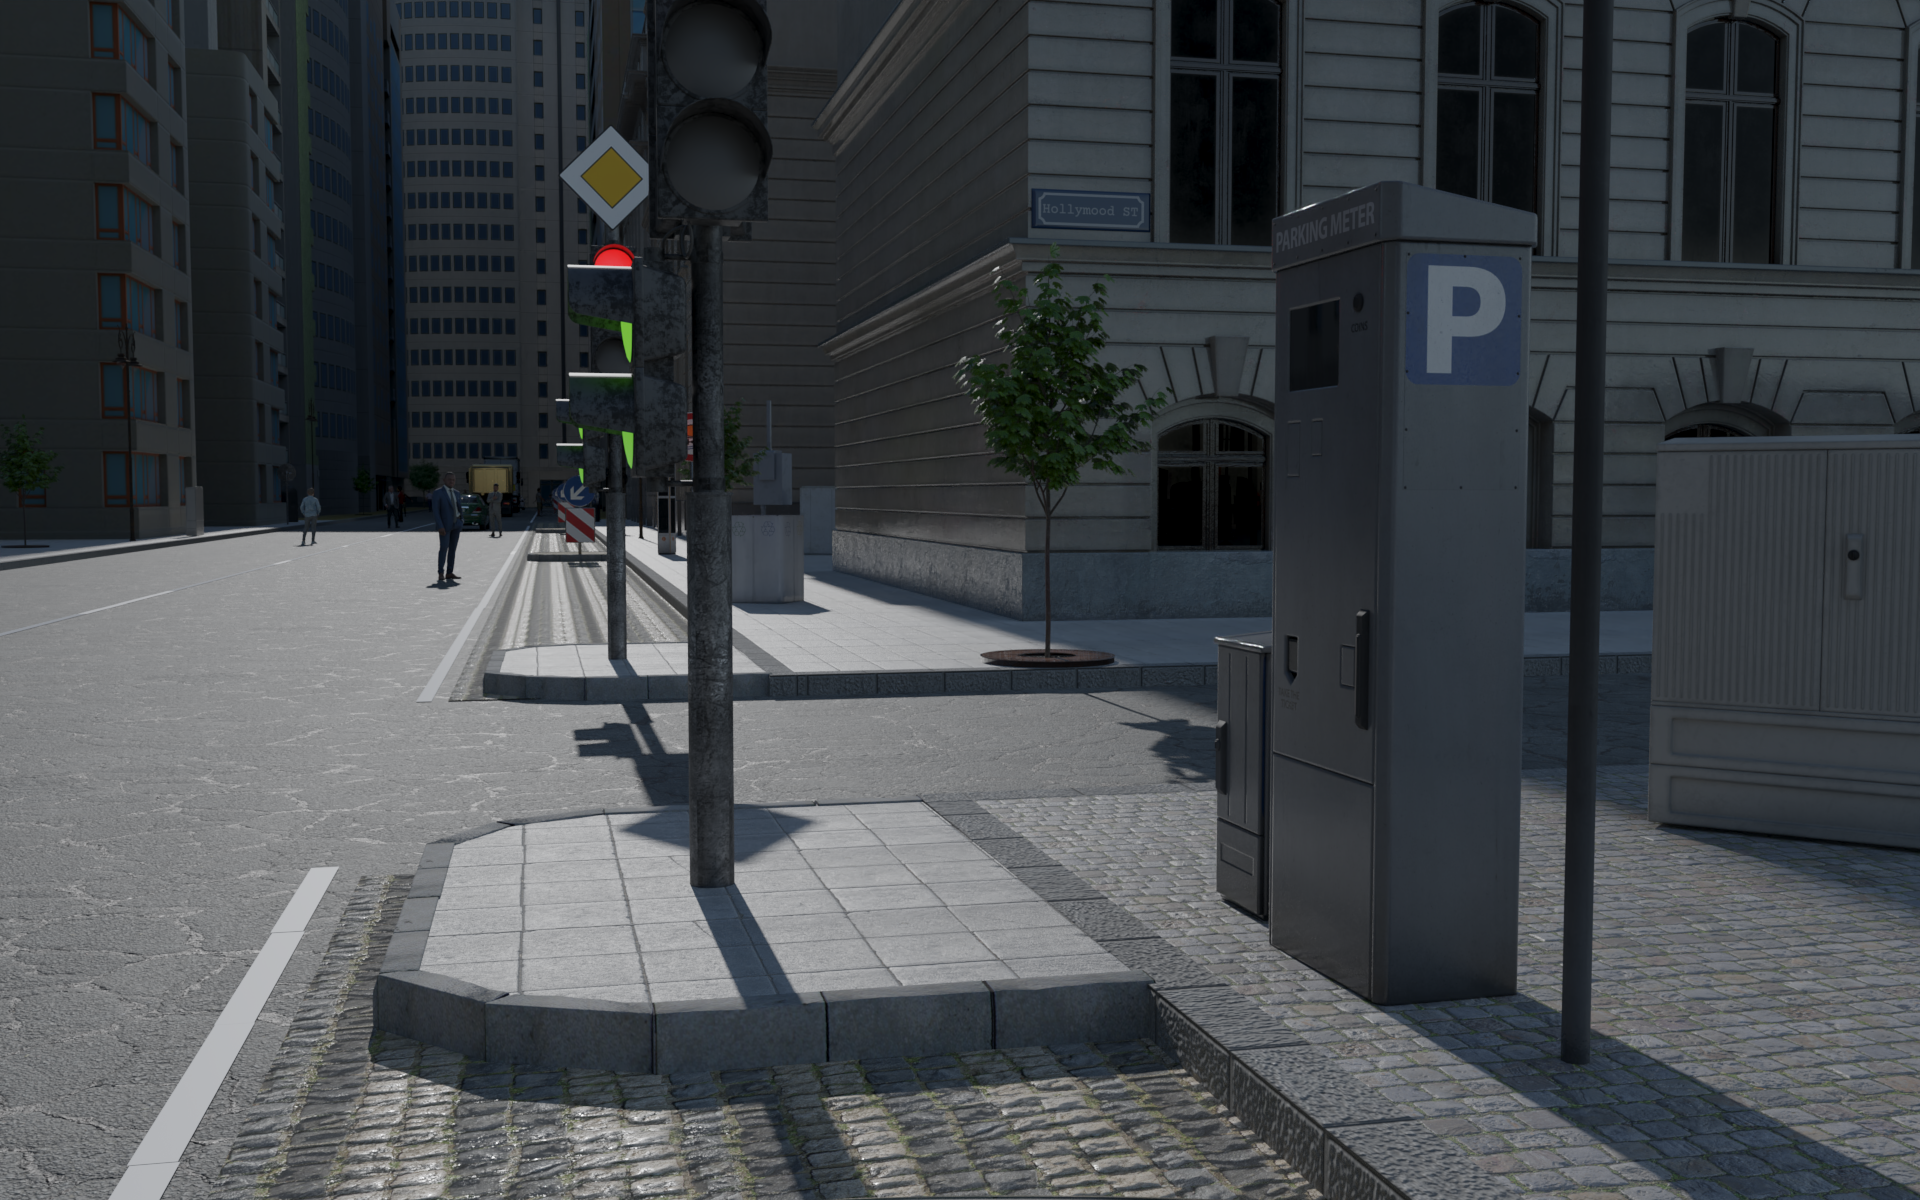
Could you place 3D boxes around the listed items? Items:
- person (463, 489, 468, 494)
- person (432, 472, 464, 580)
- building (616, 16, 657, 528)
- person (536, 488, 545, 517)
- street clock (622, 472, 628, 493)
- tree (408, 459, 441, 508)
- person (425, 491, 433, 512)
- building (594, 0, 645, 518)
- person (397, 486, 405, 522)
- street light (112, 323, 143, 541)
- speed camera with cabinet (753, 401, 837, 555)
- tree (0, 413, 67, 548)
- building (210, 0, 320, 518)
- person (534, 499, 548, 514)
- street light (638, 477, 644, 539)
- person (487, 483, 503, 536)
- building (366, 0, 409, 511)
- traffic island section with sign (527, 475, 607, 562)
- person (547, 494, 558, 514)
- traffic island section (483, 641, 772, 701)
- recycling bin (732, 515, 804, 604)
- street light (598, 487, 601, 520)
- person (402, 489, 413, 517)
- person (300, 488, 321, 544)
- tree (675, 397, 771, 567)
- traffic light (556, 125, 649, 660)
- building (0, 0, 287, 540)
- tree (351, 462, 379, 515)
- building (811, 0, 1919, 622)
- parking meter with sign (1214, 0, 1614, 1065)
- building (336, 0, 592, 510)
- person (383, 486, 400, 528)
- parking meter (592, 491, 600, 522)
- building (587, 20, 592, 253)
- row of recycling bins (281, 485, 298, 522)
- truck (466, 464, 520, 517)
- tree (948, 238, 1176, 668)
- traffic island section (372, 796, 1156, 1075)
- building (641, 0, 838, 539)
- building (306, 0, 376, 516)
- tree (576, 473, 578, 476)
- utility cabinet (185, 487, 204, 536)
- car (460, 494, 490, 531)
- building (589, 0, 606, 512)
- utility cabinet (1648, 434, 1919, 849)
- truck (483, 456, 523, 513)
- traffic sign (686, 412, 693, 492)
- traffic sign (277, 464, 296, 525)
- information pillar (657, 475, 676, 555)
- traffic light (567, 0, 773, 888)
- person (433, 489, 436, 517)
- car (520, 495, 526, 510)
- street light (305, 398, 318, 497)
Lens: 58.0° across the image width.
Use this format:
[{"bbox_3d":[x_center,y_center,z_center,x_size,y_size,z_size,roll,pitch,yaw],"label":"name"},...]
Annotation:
[{"bbox_3d":[-40.061,-8.053,140.263,1.348,1.812,0.705,0,4,-1],"label":"person"},{"bbox_3d":[-8.623,-1.251,29.143,0.419,1.800,0.721,2,4,26],"label":"person"},{"bbox_3d":[-8.451,-14.375,76.830,13.314,21.916,24.055,-1,4,-13],"label":"building"},{"bbox_3d":[-26.632,-6.189,109.698,0.705,1.824,1.348,-2,4,-32],"label":"person"},{"bbox_3d":[-10.991,-3.152,56.103,0.358,2.002,0.471,2,4,30],"label":"street clock"},{"bbox_3d":[-49.263,-10.744,159.375,4.285,4.588,4.351,0,3,0],"label":"tree"},{"bbox_3d":[-41.949,-7.799,136.945,0.756,1.711,0.436,-3,4,-36],"label":"person"},{"bbox_3d":[-13.546,-27.441,98.771,14.600,45.320,14.200,-1,4,-13],"label":"building"},{"bbox_3d":[-28.393,-4.846,87.688,0.705,1.831,1.348,0,4,6],"label":"person"},{"bbox_3d":[-22.572,-4.543,47.071,0.468,5.910,1.993,-1,4,-13],"label":"street light"},{"bbox_3d":[-3.329,-2.590,36.684,2.038,3.252,0.660,1,4,17],"label":"speed camera with cabinet"},{"bbox_3d":[-22.306,-2.855,41.283,1.663,3.219,1.824,0,3,0],"label":"tree"},{"bbox_3d":[-41.383,-24.748,88.231,14.154,41.232,14.086,-1,4,-13],"label":"building"},{"bbox_3d":[-30.604,-7.007,126.323,1.065,1.426,0.557,-1,4,-10],"label":"person"},{"bbox_3d":[-9.200,-4.710,49.798,0.468,5.910,1.993,-1,4,-13],"label":"street light"},{"bbox_3d":[-15.870,-3.083,59.083,0.511,1.800,0.466,0,4,-7],"label":"person"},{"bbox_3d":[-54.986,-30.371,146.677,14.200,45.320,14.600,-1,4,-13],"label":"building"},{"bbox_3d":[-8.337,-1.761,37.415,1.989,1.847,2.006,-1,4,-13],"label":"traffic island section with sign"},{"bbox_3d":[-29.172,-6.894,124.400,0.628,1.438,0.799,2,4,30],"label":"person"},{"bbox_3d":[-2.642,0.538,13.481,2.009,0.180,2.903,-1,4,-13],"label":"traffic island section"},{"bbox_3d":[-2.310,-0.492,20.606,0.722,1.027,0.722,1,4,17],"label":"recycling bin"},{"bbox_3d":[-17.912,-6.911,85.783,0.468,5.910,1.993,-1,4,-13],"label":"street light"},{"bbox_3d":[-35.078,-6.117,109.038,1.217,1.766,0.721,-1,4,-11],"label":"person"},{"bbox_3d":[-18.670,-2.417,49.823,0.589,1.601,0.330,0,4,2],"label":"person"},{"bbox_3d":[-4.048,-2.145,29.669,1.663,3.219,1.824,0,3,0],"label":"tree"},{"bbox_3d":[-2.684,-1.495,13.357,0.839,4.253,0.868,-1,4,-13],"label":"traffic light"},{"bbox_3d":[-40.119,-13.112,59.423,27.650,21.520,28.899,-1,4,-13],"label":"building"},{"bbox_3d":[-36.361,-6.807,105.900,1.663,3.219,1.824,0,3,0],"label":"tree"},{"bbox_3d":[15.907,-12.630,25.581,34.723,24.649,14.460,-1,4,-13],"label":"building"},{"bbox_3d":[1.177,-0.512,4.626,0.543,3.016,1.738,-1,4,-15],"label":"parking meter with sign"},{"bbox_3d":[-47.009,-38.845,177.109,28.212,58.520,21.231,-1,4,-13],"label":"building"},{"bbox_3d":[-23.833,-3.903,72.712,0.661,1.777,0.834,-3,5,-40],"label":"person"},{"bbox_3d":[-16.741,-4.354,79.591,0.372,1.533,0.369,0,3,0],"label":"parking meter"},{"bbox_3d":[-25.892,-28.814,154.703,14.154,41.232,14.086,-1,4,-13],"label":"building"},{"bbox_3d":[-31.853,-4.362,78.437,3.534,1.692,1.069,-1,4,-16],"label":"row of recycling bins"},{"bbox_3d":[-29.918,-7.025,110.777,3.469,3.379,9.791,-1,4,-14],"label":"truck"},{"bbox_3d":[0.808,-1.137,13.189,1.663,3.219,1.824,0,3,0],"label":"tree"},{"bbox_3d":[-0.794,1.013,5.712,2.009,0.180,2.903,-1,4,-13],"label":"traffic island section"},{"bbox_3d":[-2.982,-15.626,52.744,12.463,27.353,25.104,-1,4,-13],"label":"building"},{"bbox_3d":[-49.211,-34.590,107.544,21.231,58.520,28.212,-1,4,-13],"label":"building"},{"bbox_3d":[-34.960,-10.014,158.328,1.663,3.219,1.824,0,3,0],"label":"tree"},{"bbox_3d":[-23.314,-2.694,52.733,0.318,1.500,1.173,-1,4,-14],"label":"utility cabinet"},{"bbox_3d":[-19.804,-3.511,69.202,2.131,1.459,4.920,-1,4,-12],"label":"car"},{"bbox_3d":[-18.134,-31.428,137.546,21.300,48.544,21.600,-1,4,-13],"label":"building"},{"bbox_3d":[3.212,0.138,6.415,1.173,1.500,0.318,2,4,34],"label":"utility cabinet"},{"bbox_3d":[-35.453,-8.900,134.431,2.839,4.237,11.283,-1,4,-13],"label":"truck"},{"bbox_3d":[-4.170,-1.647,27.032,0.768,2.556,0.104,-1,4,-9],"label":"traffic sign"},{"bbox_3d":[-28.194,-4.431,72.555,0.768,2.556,0.104,-1,4,-10],"label":"traffic sign"},{"bbox_3d":[-6.213,-1.968,36.662,0.304,2.012,0.304,1,4,16],"label":"information pillar"},{"bbox_3d":[-0.835,-1.019,5.588,0.839,4.253,0.868,-1,4,-13],"label":"traffic light"},{"bbox_3d":[-32.669,-6.080,108.437,0.750,1.759,0.617,1,4,10],"label":"person"},{"bbox_3d":[-39.945,-8.735,155.184,2.083,1.381,4.827,-1,4,-15],"label":"car"},{"bbox_3d":[-31.130,-6.758,83.280,0.468,5.910,1.993,-1,4,-13],"label":"street light"}]
